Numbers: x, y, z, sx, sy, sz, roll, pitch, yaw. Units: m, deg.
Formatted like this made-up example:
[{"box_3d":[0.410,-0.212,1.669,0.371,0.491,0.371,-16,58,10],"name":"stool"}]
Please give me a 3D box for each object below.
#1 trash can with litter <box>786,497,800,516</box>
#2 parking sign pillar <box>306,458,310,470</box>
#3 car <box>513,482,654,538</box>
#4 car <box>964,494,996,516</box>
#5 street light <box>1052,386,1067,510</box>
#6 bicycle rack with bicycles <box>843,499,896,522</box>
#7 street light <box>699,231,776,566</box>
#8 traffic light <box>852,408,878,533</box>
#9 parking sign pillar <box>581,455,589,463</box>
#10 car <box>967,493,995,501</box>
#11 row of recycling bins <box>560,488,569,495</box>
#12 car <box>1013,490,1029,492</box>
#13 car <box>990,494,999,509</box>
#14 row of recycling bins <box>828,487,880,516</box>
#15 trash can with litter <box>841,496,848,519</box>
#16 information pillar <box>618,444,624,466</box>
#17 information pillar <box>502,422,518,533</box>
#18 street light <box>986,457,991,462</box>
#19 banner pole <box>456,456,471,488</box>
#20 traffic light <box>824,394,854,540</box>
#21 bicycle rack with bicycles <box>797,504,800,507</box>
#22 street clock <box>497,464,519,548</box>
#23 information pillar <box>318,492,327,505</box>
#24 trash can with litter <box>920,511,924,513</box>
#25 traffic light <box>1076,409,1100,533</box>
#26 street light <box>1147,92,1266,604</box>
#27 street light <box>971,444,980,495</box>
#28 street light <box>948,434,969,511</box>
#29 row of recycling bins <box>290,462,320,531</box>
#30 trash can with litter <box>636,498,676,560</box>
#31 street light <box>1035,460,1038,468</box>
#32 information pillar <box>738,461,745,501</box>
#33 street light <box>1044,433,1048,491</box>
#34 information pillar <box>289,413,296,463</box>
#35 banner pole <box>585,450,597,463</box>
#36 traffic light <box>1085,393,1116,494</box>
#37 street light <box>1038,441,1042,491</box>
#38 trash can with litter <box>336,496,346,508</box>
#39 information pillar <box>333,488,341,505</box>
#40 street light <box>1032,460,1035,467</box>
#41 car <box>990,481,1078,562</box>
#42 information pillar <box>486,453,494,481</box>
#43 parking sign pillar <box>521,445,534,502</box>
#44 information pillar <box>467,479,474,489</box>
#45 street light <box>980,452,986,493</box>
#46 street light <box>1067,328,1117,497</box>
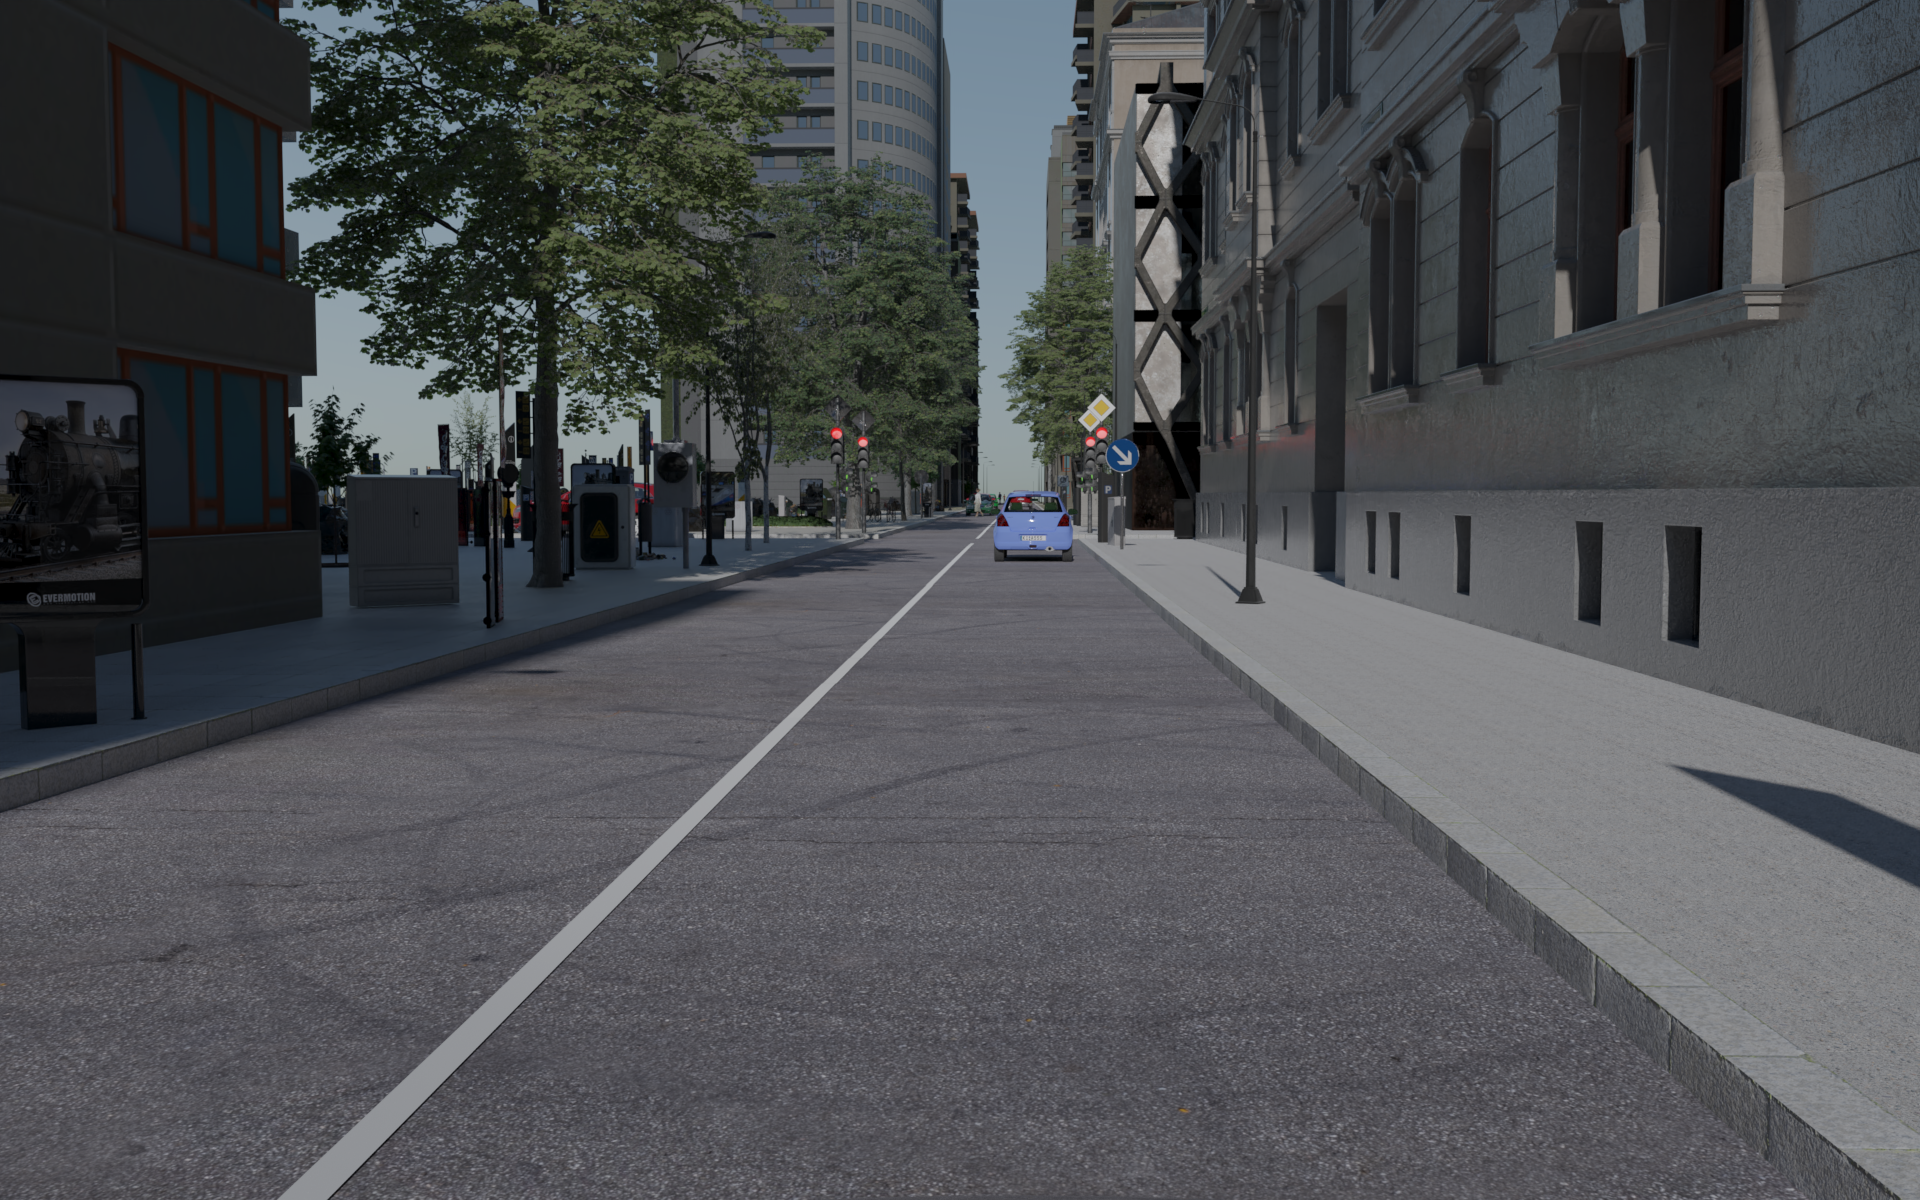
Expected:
[{"box_3d":[-8.541,-4.680,87.907,1.055,1.170,0.624,-1,4,-19],"name":"trash can with litter"},{"box_3d":[-43.800,-7.865,117.062,1.447,3.967,1.447,0,4,-8],"name":"parking sign pillar"},{"box_3d":[-11.272,-2.771,53.971,5.304,1.827,2.281,0,4,3],"name":"car"},{"box_3d":[1.329,-6.324,115.201,2.131,1.459,4.920,0,4,2],"name":"car"},{"box_3d":[4.782,-6.217,74.197,1.470,5.913,1.316,0,4,2],"name":"street light"},{"box_3d":[-4.241,-4.024,79.180,2.852,0.926,2.925,-1,4,-11],"name":"bicycle rack with bicycles"},{"box_3d":[-3.951,-3.564,30.810,1.470,5.913,1.316,0,4,2],"name":"street light"},{"box_3d":[-3.134,-4.149,56.757,0.839,4.253,0.868,0,4,2],"name":"traffic light"},{"box_3d":[-25.258,-7.973,118.824,1.447,3.967,1.447,-2,4,-29],"name":"parking sign pillar"},{"box_3d":[1.585,-7.340,129.050,2.155,1.783,4.494,0,4,3],"name":"car"},{"box_3d":[-24.392,-6.403,111.796,3.534,1.692,1.069,1,4,19],"name":"row of recycling bins"},{"box_3d":[5.608,-9.146,158.204,2.281,1.827,5.304,0,4,3],"name":"car"},{"box_3d":[2.511,-8.850,153.485,1.959,1.807,4.718,0,4,1],"name":"car"},{"box_3d":[-6.232,-5.806,102.045,3.534,1.692,1.069,-3,4,-37],"name":"row of recycling bins"},{"box_3d":[-5.836,-4.769,89.366,0.624,1.170,1.055,-2,4,-35],"name":"trash can with litter"},{"box_3d":[-15.829,-5.480,80.952,0.183,3.616,0.504,1,4,11],"name":"information pillar"},{"box_3d":[-14.692,-3.981,56.438,0.504,3.616,0.183,-3,5,-44],"name":"information pillar"},{"box_3d":[2.758,-14.927,216.598,1.470,5.913,1.316,0,4,2],"name":"street light"},{"box_3d":[-32.308,-7.536,113.226,0.863,3.779,0.401,1,4,17],"name":"banner pole"},{"box_3d":[-3.422,-3.661,48.777,0.839,4.253,0.868,0,4,2],"name":"traffic light"},{"box_3d":[-9.255,-6.150,113.936,2.852,0.926,2.925,3,5,42],"name":"bicycle rack with bicycles"},{"box_3d":[-10.751,-2.243,41.245,0.358,2.002,0.471,3,5,43],"name":"street clock"},{"box_3d":[-34.290,-6.218,93.025,0.504,3.616,0.183,-1,4,-9],"name":"information pillar"},{"box_3d":[-3.084,-6.552,118.177,2.233,1.210,1.678,-2,4,-24],"name":"trash can with litter"},{"box_3d":[4.223,-4.134,56.508,0.839,4.253,0.868,0,4,2],"name":"traffic light"},{"box_3d":[2.869,-2.914,20.178,1.470,5.913,1.316,0,4,2],"name":"street light"},{"box_3d":[0.862,-11.573,161.751,1.470,5.913,1.316,0,4,2],"name":"street light"},{"box_3d":[-0.225,-9.837,133.378,1.470,5.913,1.316,0,4,2],"name":"street light"},{"box_3d":[-9.913,-0.908,21.957,3.534,1.692,1.069,0,4,-3],"name":"row of recycling bins"},{"box_3d":[-6.394,-1.394,33.844,1.678,1.210,2.233,1,4,10],"name":"trash can with litter"},{"box_3d":[7.540,-10.962,151.776,1.470,5.913,1.316,0,4,2],"name":"street light"},{"box_3d":[-15.555,-8.059,123.114,0.504,3.616,0.183,-1,4,-17],"name":"information pillar"},{"box_3d":[5.768,-7.973,102.892,1.470,5.913,1.316,0,4,2],"name":"street light"},{"box_3d":[-19.507,-3.605,50.292,0.504,3.616,0.183,0,4,5],"name":"information pillar"},{"box_3d":[-20.816,-6.573,97.486,0.863,3.779,0.401,-2,4,-27],"name":"banner pole"},{"box_3d":[3.935,-3.646,48.528,0.839,4.253,0.868,0,4,2],"name":"traffic light"},{"box_3d":[6.845,-9.696,131.075,1.470,5.913,1.316,0,4,2],"name":"street light"},{"box_3d":[-28.764,-4.215,79.979,2.233,1.210,1.678,2,4,29],"name":"trash can with litter"},{"box_3d":[-36.602,-6.750,101.710,0.183,3.616,0.504,3,4,39],"name":"information pillar"},{"box_3d":[9.592,-14.408,208.117,1.470,5.913,1.316,0,4,2],"name":"street light"},{"box_3d":[1.620,-1.732,37.904,1.945,1.707,3.694,0,4,3],"name":"car"},{"box_3d":[-26.433,-6.516,97.894,0.183,3.616,0.504,0,4,1],"name":"information pillar"},{"box_3d":[-22.727,-6.320,91.796,1.447,3.967,1.447,3,5,44],"name":"parking sign pillar"},{"box_3d":[-23.452,-4.805,83.057,0.304,2.012,0.304,-1,4,-22],"name":"information pillar"},{"box_3d":[1.848,-13.340,190.649,1.470,5.913,1.316,0,4,2],"name":"street light"},{"box_3d":[3.825,-4.647,48.519,1.470,5.913,1.316,0,4,2],"name":"street light"}]
